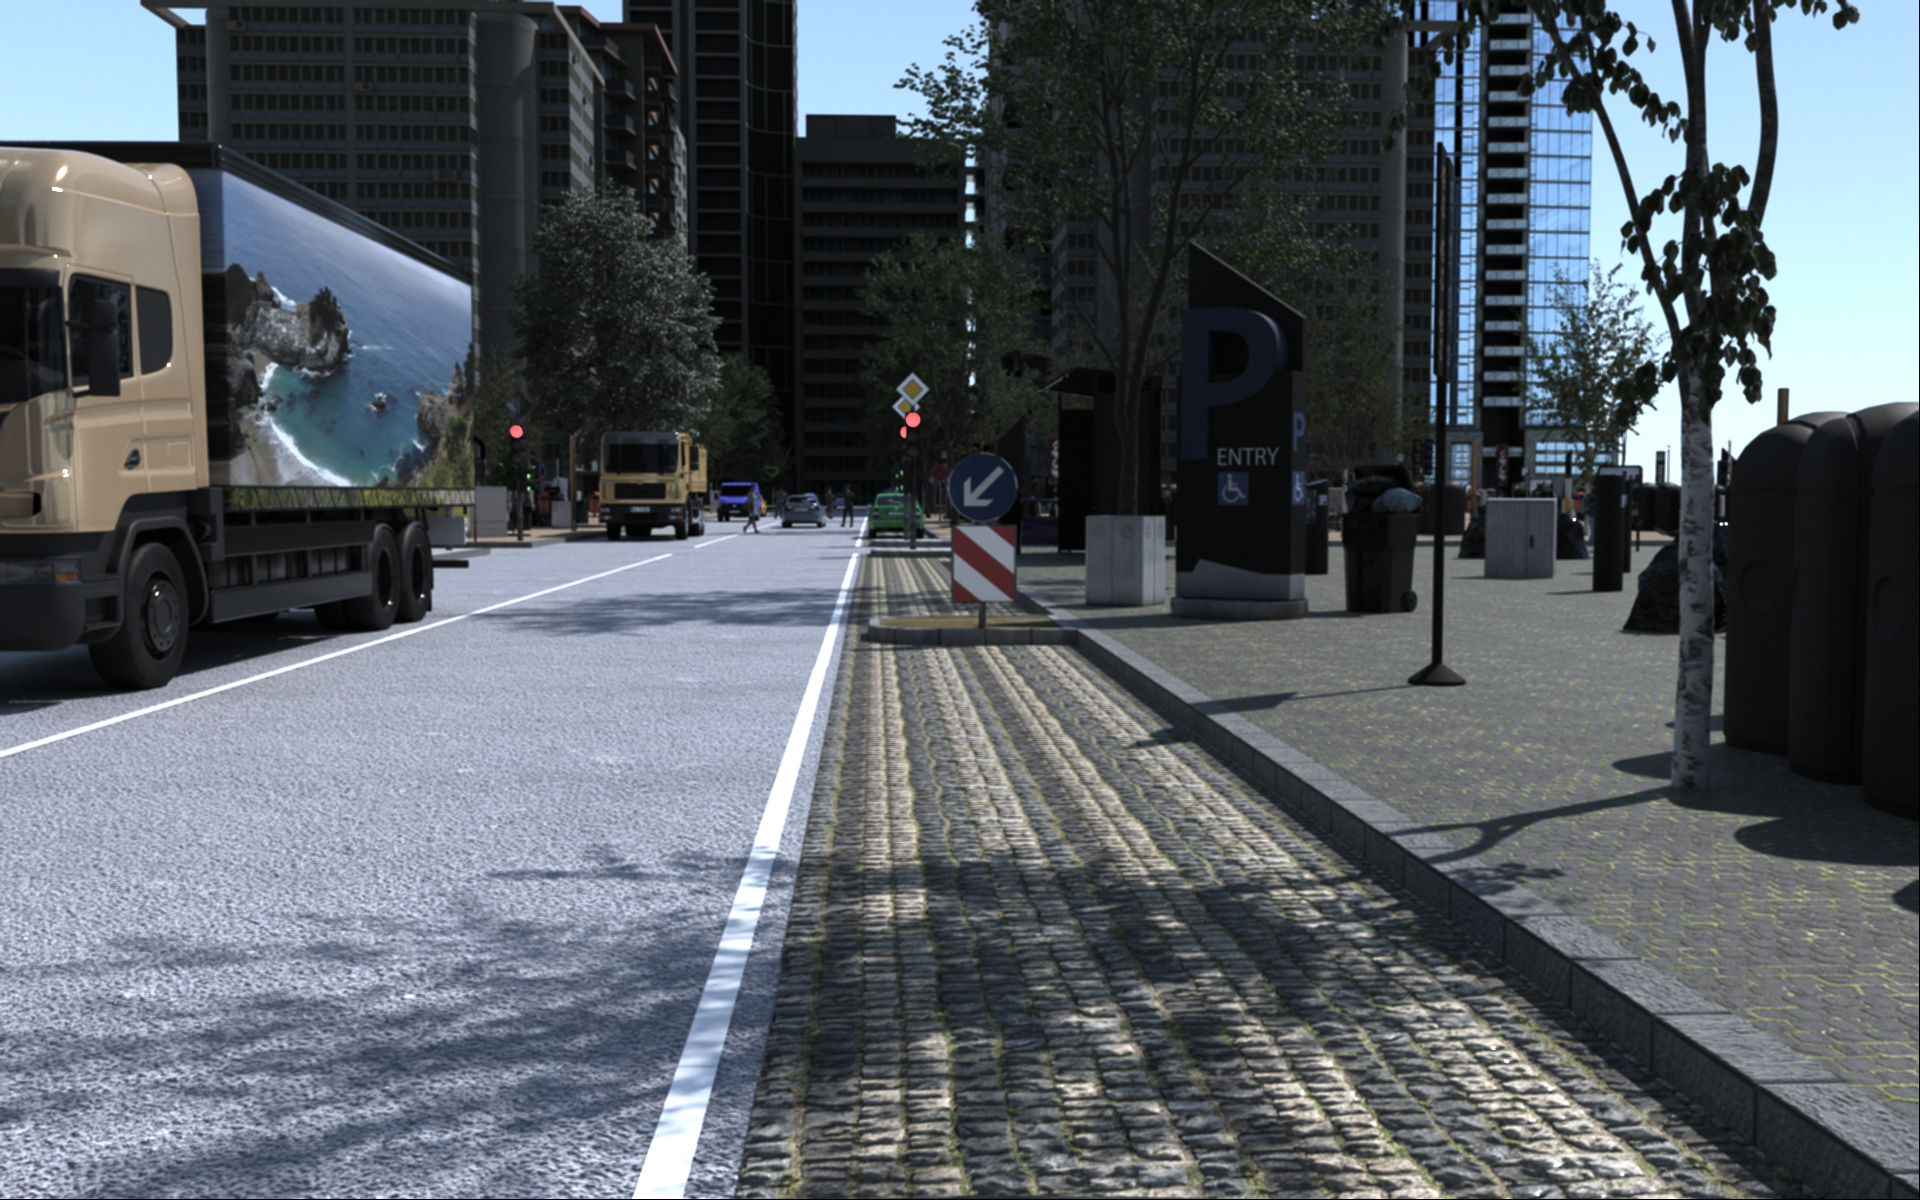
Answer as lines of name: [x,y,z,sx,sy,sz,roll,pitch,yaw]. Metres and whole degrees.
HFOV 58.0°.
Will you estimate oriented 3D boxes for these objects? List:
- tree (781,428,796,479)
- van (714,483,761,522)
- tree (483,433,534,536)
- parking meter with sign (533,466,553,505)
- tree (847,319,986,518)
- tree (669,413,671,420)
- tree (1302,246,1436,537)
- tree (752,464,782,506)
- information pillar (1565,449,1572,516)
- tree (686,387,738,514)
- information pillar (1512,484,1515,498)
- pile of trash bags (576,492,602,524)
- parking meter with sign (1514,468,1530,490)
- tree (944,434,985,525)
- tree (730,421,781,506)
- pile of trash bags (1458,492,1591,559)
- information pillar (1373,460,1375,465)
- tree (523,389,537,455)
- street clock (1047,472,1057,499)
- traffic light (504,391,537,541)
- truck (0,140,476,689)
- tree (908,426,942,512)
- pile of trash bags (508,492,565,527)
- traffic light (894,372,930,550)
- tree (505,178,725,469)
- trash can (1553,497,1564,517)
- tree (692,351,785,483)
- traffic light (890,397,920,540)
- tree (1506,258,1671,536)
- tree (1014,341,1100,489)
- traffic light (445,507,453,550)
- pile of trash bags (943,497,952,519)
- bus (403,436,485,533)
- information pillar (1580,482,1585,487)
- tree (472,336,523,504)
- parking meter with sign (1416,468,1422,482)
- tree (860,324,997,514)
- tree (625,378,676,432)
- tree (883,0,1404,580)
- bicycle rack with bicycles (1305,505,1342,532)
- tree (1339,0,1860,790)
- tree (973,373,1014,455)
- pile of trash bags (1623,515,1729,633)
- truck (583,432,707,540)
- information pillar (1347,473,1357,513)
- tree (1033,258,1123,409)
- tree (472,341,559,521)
tree: [-19.527,-14.215,182.772,4.360,8.622,3.978,0,3,0]
van: [-11.647,-5.317,91.320,2.240,2.365,5.245,0,4,-2]
tree: [-13.665,-3.574,53.033,1.663,3.219,1.824,0,3,0]
parking meter with sign: [-25.342,-6.731,106.311,1.738,3.016,0.543,0,4,2]
tree: [-2.002,-9.658,92.316,7.601,10.594,8.767,1,4,20]
tree: [-17.191,-12.062,122.971,9.928,11.665,9.643,0,3,0]
tree: [11.280,-6.187,51.519,4.737,8.622,4.395,0,3,0]
tree: [-18.996,-11.326,168.891,4.285,4.588,4.351,0,3,0]
information pillar: [31.752,-6.058,90.403,0.183,3.616,0.504,-1,4,-11]
tree: [-16.656,-10.009,114.002,4.737,8.622,4.395,0,3,0]
information pillar: [39.211,-7.217,122.487,0.304,2.012,0.304,0,4,6]
pile of trash bags: [-16.730,-3.994,75.057,3.447,1.369,1.912,3,4,38]
parking meter with sign: [36.919,-7.223,114.355,0.543,3.016,1.738,3,5,45]
tree: [0.442,-3.743,55.797,1.663,3.219,1.824,0,3,0]
tree: [-18.960,-12.524,155.122,4.360,8.622,3.978,0,3,0]
pile of trash bags: [11.869,-1.526,34.700,3.447,1.369,1.912,-1,4,-18]
information pillar: [28.580,-7.852,119.731,0.183,3.616,0.504,0,4,-1]
tree: [-29.850,-10.064,114.914,4.360,8.622,3.978,0,3,0]
street clock: [3.037,-3.198,56.858,0.358,2.002,0.471,-1,4,-13]
traffic light: [-12.053,-3.579,47.431,0.839,4.253,0.868,0,4,-3]
truck: [-7.138,-1.661,16.073,2.839,4.237,11.283,0,4,-1]
tree: [-2.591,-10.607,123.791,4.737,8.622,4.395,0,3,0]
pile of trash bags: [-16.809,-3.611,68.795,1.912,1.369,3.447,-2,4,-26]
traffic light: [-1.107,-3.124,39.997,0.839,4.253,0.868,0,4,-3]
tree: [-13.752,-10.004,70.226,9.857,13.997,8.962,0,3,0]
trash can: [26.829,-4.067,78.151,0.748,1.137,0.748,0,3,0]
tree: [-17.717,-13.412,137.415,7.486,12.596,7.792,0,3,0]
traffic light: [-1.506,-3.612,47.972,0.839,4.253,0.868,0,4,-3]
tree: [19.131,-6.297,53.318,4.737,8.622,4.395,0,3,0]
tree: [5.022,-8.156,83.705,4.737,8.622,4.395,0,3,0]
traffic light: [-11.654,-3.091,39.456,0.839,4.253,0.868,0,4,-3]
pile of trash bags: [-0.007,-4.834,88.781,1.912,1.369,3.447,1,4,12]
bus: [-18.423,-3.178,43.513,12.252,3.916,2.896,0,4,-4]
information pillar: [36.806,-5.985,102.344,0.304,2.012,0.304,0,4,6]
tree: [-22.511,-7.765,77.317,4.360,8.622,3.978,0,3,0]
parking meter with sign: [29.776,-7.229,114.463,0.543,3.016,1.738,-2,4,-26]
tree: [-2.009,-12.057,114.141,9.611,12.733,9.660,0,3,0]
tree: [-19.541,-9.616,107.590,4.360,8.622,3.978,0,3,0]
tree: [2.546,-6.104,25.554,9.928,11.665,9.643,0,3,0]
bicycle rack with bicycles: [12.092,-2.738,58.152,2.925,0.926,2.852,-1,4,-13]
tree: [2.960,-3.483,7.317,4.360,8.622,3.978,0,3,0]
tree: [2.573,-9.271,101.943,4.737,8.622,4.395,0,3,0]
pile of trash bags: [8.103,-0.429,16.767,3.447,1.369,1.912,-3,4,-37]
truck: [-9.907,-3.691,56.279,3.469,3.379,9.791,0,4,-3]
information pillar: [13.581,-3.388,59.879,0.304,2.012,0.304,-3,5,-42]
tree: [4.649,-6.225,52.149,4.360,8.622,3.978,0,3,0]
tree: [-21.491,-8.101,82.821,4.737,8.622,4.395,0,3,0]
